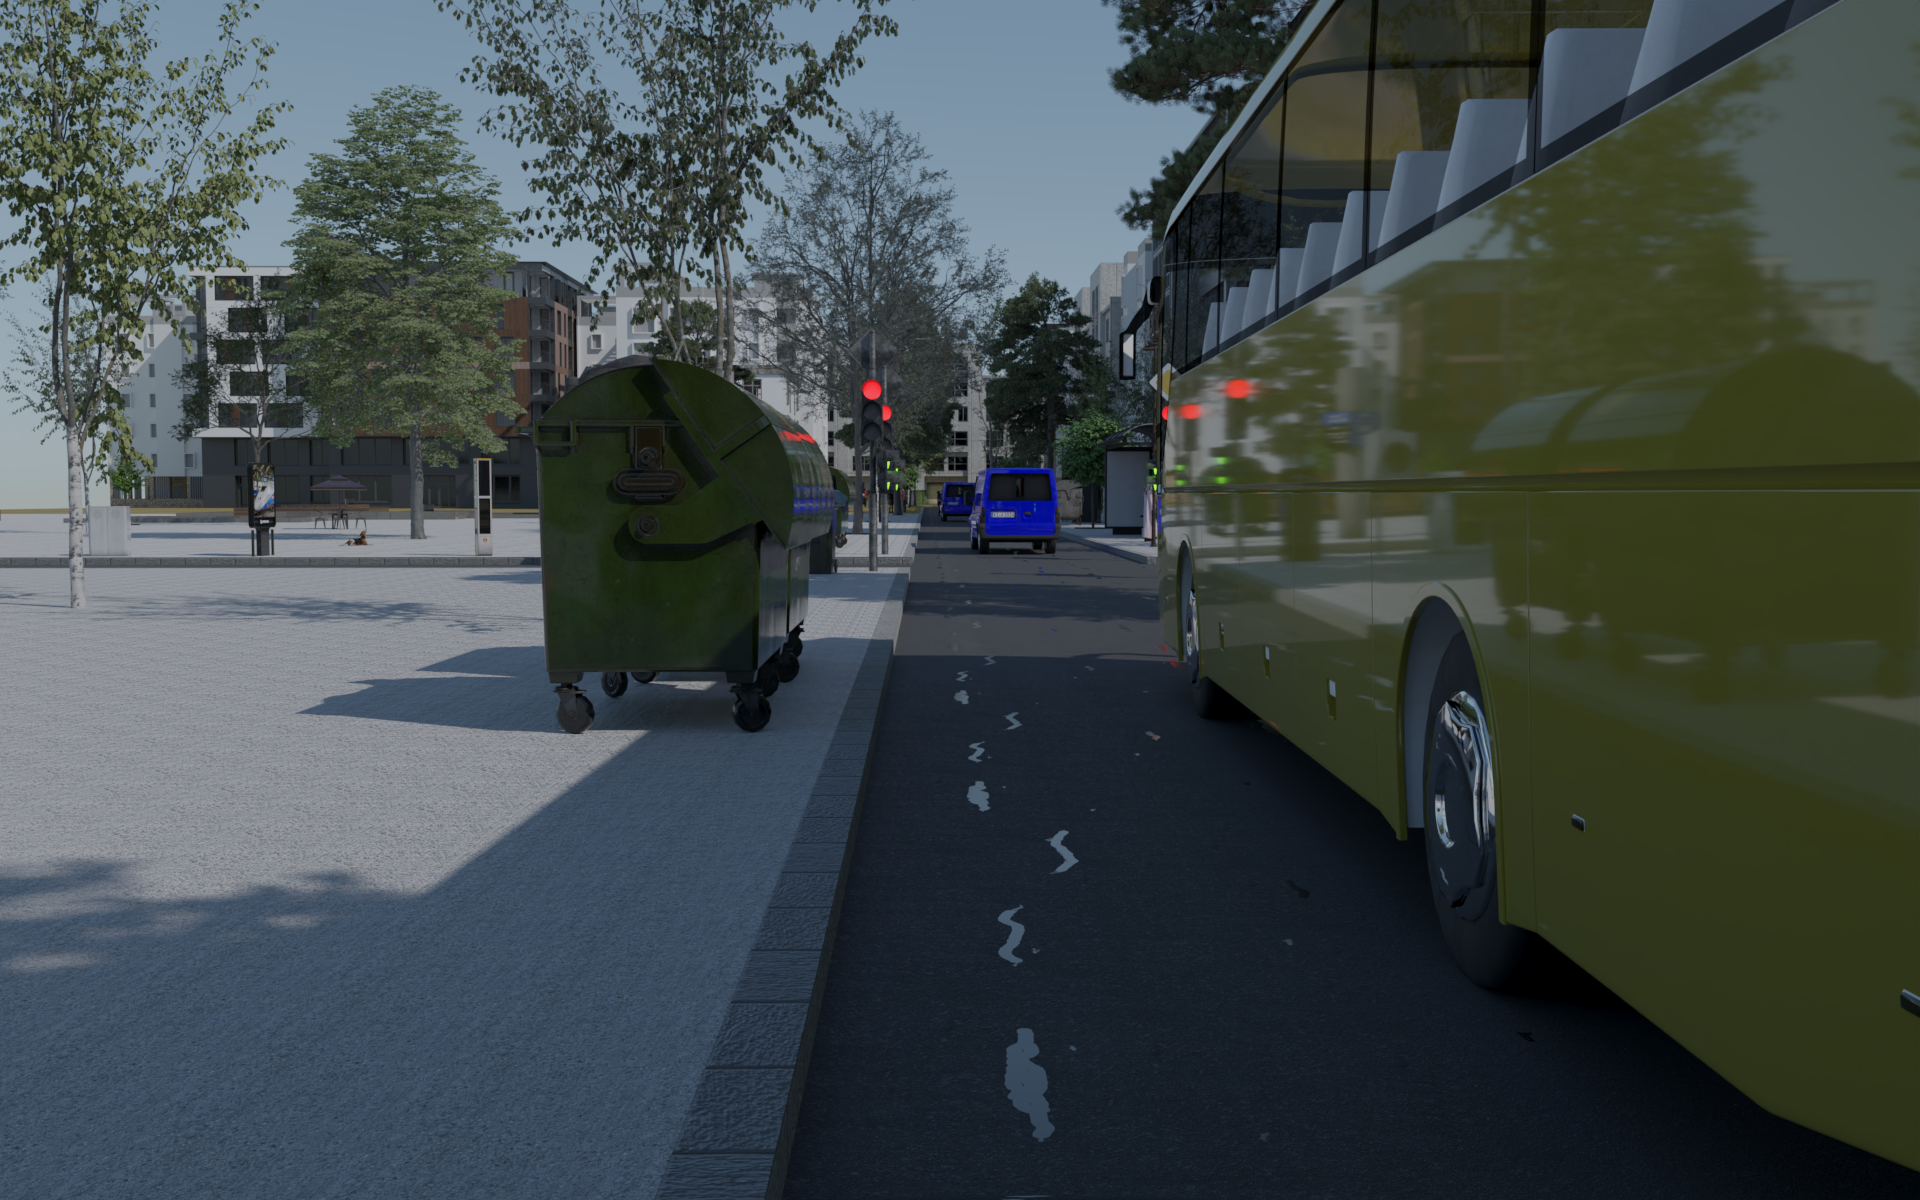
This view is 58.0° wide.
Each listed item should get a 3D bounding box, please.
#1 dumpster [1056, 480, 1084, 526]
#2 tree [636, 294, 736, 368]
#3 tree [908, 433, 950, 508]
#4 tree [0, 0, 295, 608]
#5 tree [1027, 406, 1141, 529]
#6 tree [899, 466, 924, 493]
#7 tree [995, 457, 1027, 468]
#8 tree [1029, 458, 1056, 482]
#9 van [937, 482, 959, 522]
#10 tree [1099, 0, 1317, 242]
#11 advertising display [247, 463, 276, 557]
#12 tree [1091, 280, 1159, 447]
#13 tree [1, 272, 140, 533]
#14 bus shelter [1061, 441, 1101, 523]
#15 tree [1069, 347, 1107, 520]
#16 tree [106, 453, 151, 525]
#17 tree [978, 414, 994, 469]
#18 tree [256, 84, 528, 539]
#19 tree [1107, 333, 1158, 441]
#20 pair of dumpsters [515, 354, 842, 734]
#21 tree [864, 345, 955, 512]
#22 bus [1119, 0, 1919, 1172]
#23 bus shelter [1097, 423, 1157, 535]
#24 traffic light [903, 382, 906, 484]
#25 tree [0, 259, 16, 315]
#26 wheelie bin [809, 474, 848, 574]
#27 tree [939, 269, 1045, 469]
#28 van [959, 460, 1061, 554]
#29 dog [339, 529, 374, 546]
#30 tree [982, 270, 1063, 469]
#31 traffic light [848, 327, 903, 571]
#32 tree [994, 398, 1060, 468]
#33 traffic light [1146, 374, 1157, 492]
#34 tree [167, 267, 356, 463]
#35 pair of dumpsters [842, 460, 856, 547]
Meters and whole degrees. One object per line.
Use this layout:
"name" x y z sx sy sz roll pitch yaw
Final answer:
"dumpster" 4.405 -3.993 71.037 1.264 1.857 1.865 0 4 -1
"tree" -14.564 -10.565 94.796 6.751 12.117 7.091 0 3 0
"tree" -4.399 -13.896 161.618 7.601 10.594 8.767 1 4 13
"tree" -9.733 -4.221 19.382 4.737 8.622 4.395 0 3 0
"tree" 5.028 -4.926 64.251 4.285 4.588 4.351 0 3 0
"tree" -4.422 -9.336 136.358 4.285 4.588 4.351 0 3 0
"tree" 4.080 -9.159 133.457 4.285 4.588 4.351 0 3 0
"tree" 4.116 -5.918 91.366 1.663 3.219 1.824 0 3 0
"van" -0.055 -5.353 91.899 2.240 2.365 5.245 0 4 -2
"tree" 5.377 -6.888 20.050 7.806 13.903 7.818 0 3 0
"advertising display" -14.447 -1.874 35.852 0.123 1.923 0.974 0 4 4
"tree" 6.782 -6.551 57.469 4.360 8.622 3.978 0 3 0
"tree" -28.568 -6.469 56.138 4.360 8.622 3.978 0 3 0
"bus shelter" 5.370 -5.357 78.872 1.731 3.624 6.357 0 4 -1
"tree" 7.391 -8.306 86.170 4.737 8.622 4.395 0 3 0
"tree" -34.129 -4.679 71.110 1.663 3.219 1.824 0 3 0
"tree" 3.484 -12.798 159.611 4.360 8.622 3.978 0 3 0
"tree" -15.744 -7.984 48.670 7.486 12.596 7.792 0 3 0
"tree" 9.267 -7.632 75.148 4.737 8.622 4.395 0 3 0
"pair of dumpsters" -1.692 -0.535 11.246 1.574 2.255 4.436 0 4 -1
"tree" -3.767 -12.599 124.121 7.486 12.596 7.792 0 3 0
"bus" 2.670 -0.995 7.821 2.896 3.916 12.252 0 4 0
"bus shelter" 5.386 -3.551 51.980 2.014 3.302 5.546 0 4 -1
"traffic light" -1.576 -2.901 36.670 0.839 4.213 0.868 0 4 -1
"tree" -30.537 -8.271 45.595 12.009 13.543 11.850 0 3 0
"wheelie bin" -2.289 -1.220 27.860 0.980 1.594 0.693 0 4 3
"tree" 1.794 -17.785 146.673 12.611 20.169 13.585 0 3 0
"van" 1.293 -2.369 43.113 2.240 2.365 5.245 0 4 -3
"dog" -15.043 -1.554 43.146 0.748 0.427 0.550 0 4 4
"tree" 5.154 -11.637 97.694 7.806 13.903 7.818 0 3 0
"traffic light" -1.425 -2.412 28.687 0.839 4.213 0.868 0 4 -1
"tree" 4.284 -9.486 105.465 4.360 8.622 3.978 0 3 0
"traffic light" 4.384 -2.909 36.799 0.839 4.213 0.868 0 4 -1
"tree" -28.733 -8.346 70.866 7.601 10.594 8.767 0 4 4
"pair of dumpsters" -3.422 -2.472 42.910 1.574 2.255 4.436 0 4 -1
